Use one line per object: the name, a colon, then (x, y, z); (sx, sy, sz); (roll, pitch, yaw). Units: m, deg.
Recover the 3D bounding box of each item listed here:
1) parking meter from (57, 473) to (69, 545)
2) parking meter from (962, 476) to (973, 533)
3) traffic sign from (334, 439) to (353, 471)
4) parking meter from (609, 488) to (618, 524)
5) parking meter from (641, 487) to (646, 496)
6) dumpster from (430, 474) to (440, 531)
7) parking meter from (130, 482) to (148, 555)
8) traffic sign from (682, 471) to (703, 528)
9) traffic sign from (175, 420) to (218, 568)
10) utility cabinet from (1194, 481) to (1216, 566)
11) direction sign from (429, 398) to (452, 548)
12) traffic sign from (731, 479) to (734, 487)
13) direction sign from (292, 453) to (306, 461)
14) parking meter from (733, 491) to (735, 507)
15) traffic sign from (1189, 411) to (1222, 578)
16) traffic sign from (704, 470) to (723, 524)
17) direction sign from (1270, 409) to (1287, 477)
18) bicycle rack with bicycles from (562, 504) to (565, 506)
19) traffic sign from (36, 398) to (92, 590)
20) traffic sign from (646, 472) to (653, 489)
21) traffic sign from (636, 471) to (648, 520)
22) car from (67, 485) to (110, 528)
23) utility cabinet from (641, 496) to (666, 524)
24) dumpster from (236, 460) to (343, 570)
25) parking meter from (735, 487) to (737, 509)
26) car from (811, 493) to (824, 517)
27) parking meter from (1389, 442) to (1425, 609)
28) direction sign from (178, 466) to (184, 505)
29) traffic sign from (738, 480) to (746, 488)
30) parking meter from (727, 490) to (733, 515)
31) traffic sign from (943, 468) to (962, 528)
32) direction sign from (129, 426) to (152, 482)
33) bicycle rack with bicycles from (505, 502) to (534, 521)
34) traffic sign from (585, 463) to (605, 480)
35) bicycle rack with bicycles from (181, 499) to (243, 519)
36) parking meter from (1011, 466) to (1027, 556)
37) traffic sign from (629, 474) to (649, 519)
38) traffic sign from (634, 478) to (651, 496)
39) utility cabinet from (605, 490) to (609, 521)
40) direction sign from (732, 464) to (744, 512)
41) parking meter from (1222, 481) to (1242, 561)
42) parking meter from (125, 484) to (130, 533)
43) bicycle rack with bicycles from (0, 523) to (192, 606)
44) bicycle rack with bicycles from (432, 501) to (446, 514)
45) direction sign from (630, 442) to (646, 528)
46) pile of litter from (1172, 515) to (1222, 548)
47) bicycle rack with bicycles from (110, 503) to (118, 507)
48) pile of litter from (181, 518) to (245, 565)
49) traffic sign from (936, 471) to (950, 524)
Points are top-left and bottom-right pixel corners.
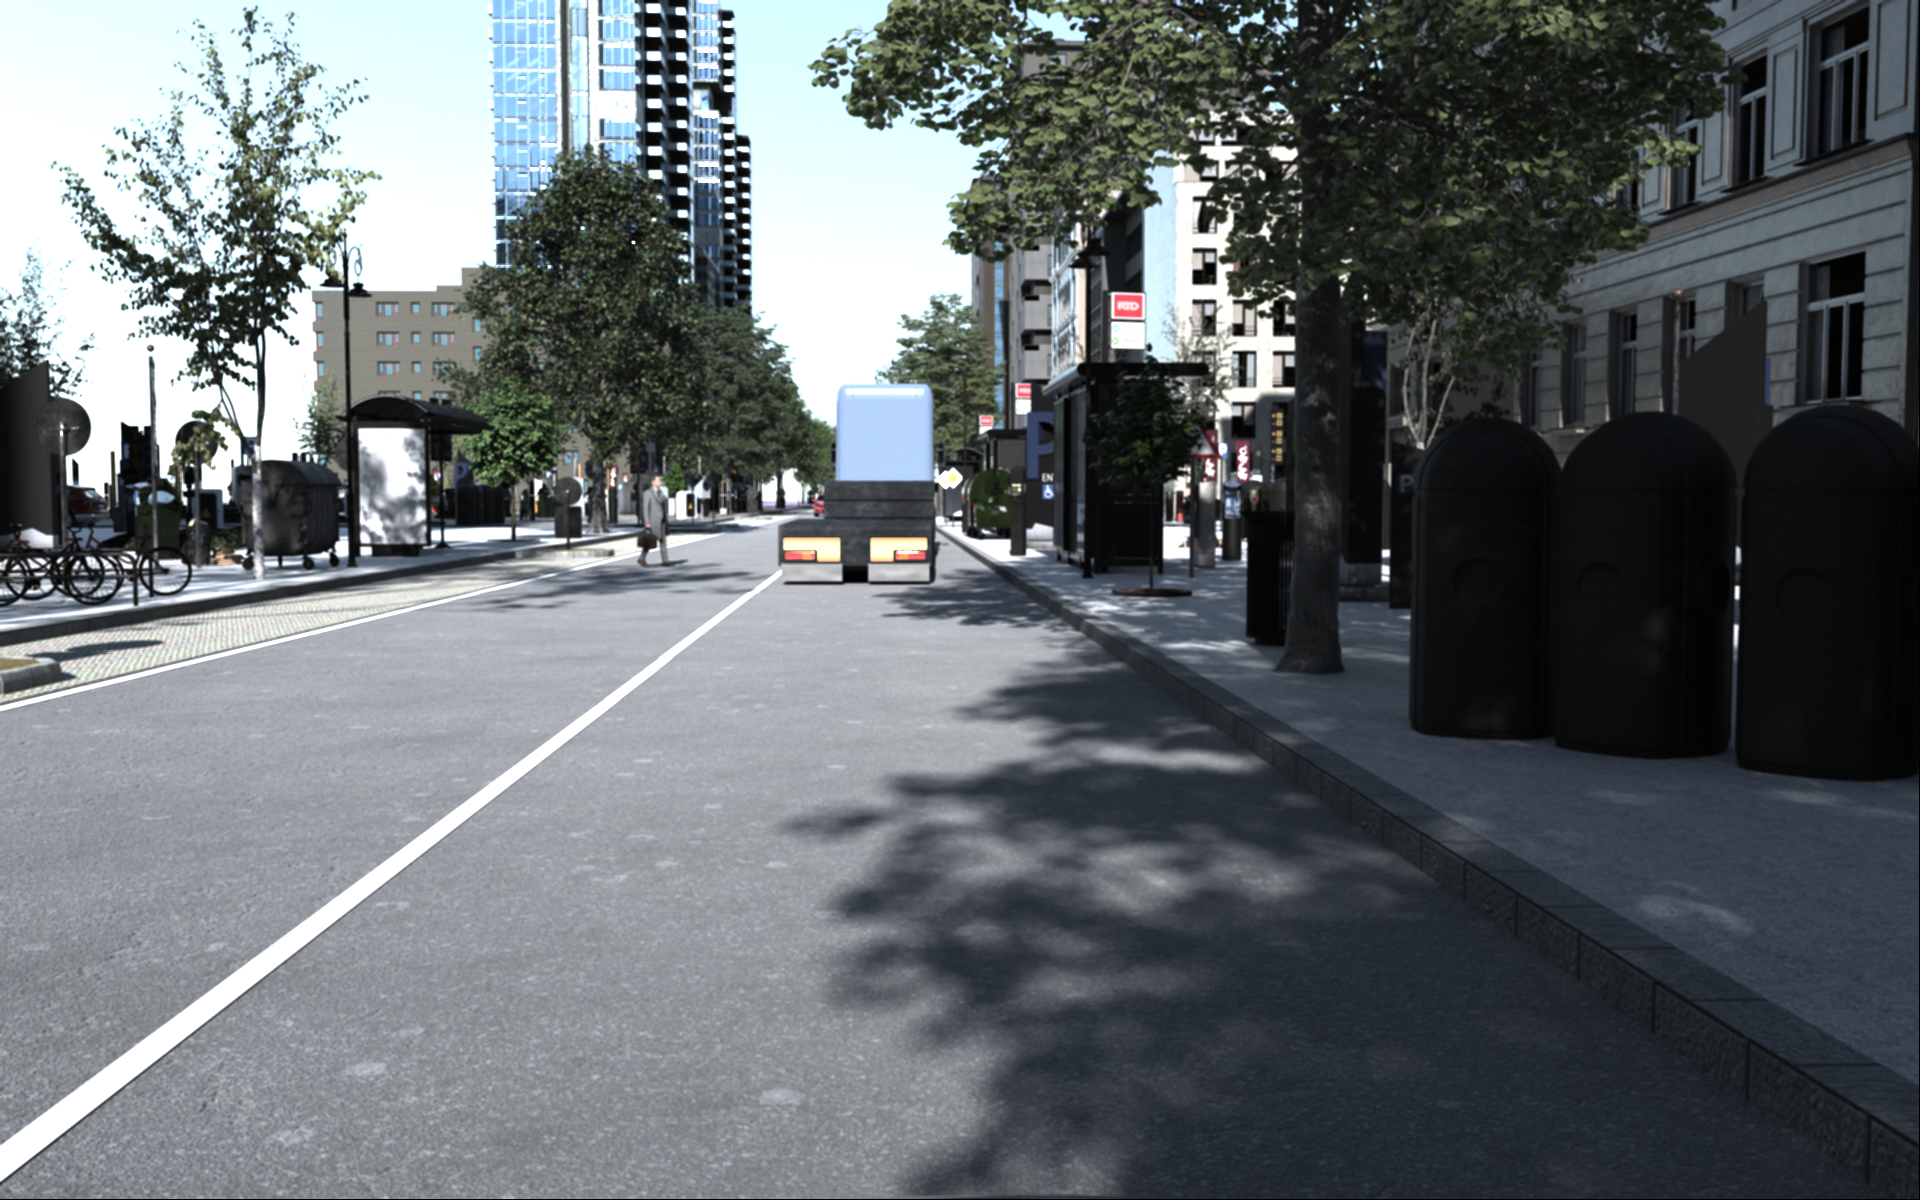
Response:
parking meter: (-22.755, -2.326, 43.738); (0.399, 1.863, 0.255); (-2, 4, -30)
parking meter: (0.274, -3.143, 57.105); (0.399, 1.863, 0.255); (-1, 4, -12)
traffic sign: (-13.767, -2.387, 39.141); (0.768, 2.556, 0.104); (0, 4, 6)
parking meter: (-14.987, -4.062, 74.826); (0.372, 1.533, 0.369); (0, 3, 0)
parking meter: (-25.582, -8.217, 140.053); (0.255, 1.863, 0.399); (-3, 5, -43)
dumpster: (-13.826, -2.460, 42.713); (1.502, 2.255, 1.985); (0, 4, -2)
parking meter: (-17.125, -1.709, 36.349); (0.372, 1.533, 0.369); (0, 3, 0)
traffic sign: (-10.096, -3.780, 65.444); (0.795, 2.450, 0.064); (0, 4, -3)
traffic sign: (-13.176, -1.823, 29.908); (0.768, 2.556, 0.104); (0, 4, 3)
utility cabinet: (4.307, -1.350, 30.757); (0.318, 1.500, 1.173); (0, 4, 1)
direction sign: (-12.326, -3.007, 41.165); (0.379, 3.537, 0.876); (1, 4, 14)
traffic sign: (-18.238, -8.355, 136.703); (0.768, 2.556, 0.104); (0, 4, 1)
direction sign: (-36.133, -6.288, 94.800); (0.379, 3.537, 0.876); (2, 4, 34)
parking meter: (-19.461, -8.552, 148.237); (0.372, 1.533, 0.369); (0, 3, 0)
traffic sign: (3.528, -1.609, 26.316); (0.884, 2.594, 0.081); (0, 4, 5)
traffic sign: (-10.448, -4.268, 73.421); (0.795, 2.450, 0.064); (0, 4, -3)
direction sign: (8.654, -3.296, 45.886); (0.876, 3.537, 0.379); (0, 4, 4)
bicycle rack with bicycles: (-25.529, -5.932, 110.366); (2.852, 0.926, 2.925); (3, 4, 36)
traffic sign: (-11.905, -1.401, 23.012); (0.768, 2.556, 0.104); (0, 4, 5)
traffic sign: (-15.950, -5.360, 88.820); (0.795, 2.450, 0.064); (0, 3, 0)
traffic sign: (-15.576, -5.157, 84.419); (0.768, 2.556, 0.104); (0, 4, 3)
car: (-36.347, -3.632, 68.056); (5.304, 1.827, 2.281); (0, 4, -4)
utility cabinet: (-12.940, -3.793, 73.185); (1.020, 1.237, 0.306); (0, 4, -4)
dumpster: (-11.549, -1.475, 29.880); (1.264, 1.857, 1.865); (0, 4, -3)
parking meter: (-18.750, -8.538, 145.308); (0.255, 1.863, 0.399); (0, 4, 4)
car: (-8.396, -6.217, 110.694); (2.155, 1.783, 4.494); (0, 4, -3)
parking meter: (5.033, -0.835, 19.368); (0.399, 1.863, 0.255); (2, 4, 30)
direction sign: (-63.137, -9.095, 140.705); (0.876, 3.537, 0.379); (-1, 4, -20)
traffic sign: (-18.499, -8.943, 146.318); (0.768, 2.556, 0.104); (0, 4, 2)
parking meter: (-14.440, -6.027, 106.954); (0.372, 1.533, 0.369); (0, 3, 0)
traffic sign: (-0.261, -3.805, 65.855); (0.795, 2.450, 0.064); (0, 4, -3)
direction sign: (-27.067, -3.997, 57.356); (0.876, 3.537, 0.379); (0, 4, 7)
bicycle rack with bicycles: (-21.447, -4.277, 83.316); (2.852, 0.926, 2.925); (0, 4, -4)
traffic sign: (-13.617, -3.947, 64.634); (0.768, 2.556, 0.104); (0, 4, 5)
bicycle rack with bicycles: (-36.567, -4.365, 84.757); (2.925, 0.926, 2.852); (3, 4, 39)
parking meter: (1.215, -1.848, 35.933); (0.255, 1.863, 0.399); (1, 4, 17)
traffic sign: (-14.202, -4.686, 76.627); (0.884, 2.594, 0.081); (0, 4, 5)
traffic sign: (-16.050, -5.355, 87.561); (0.884, 2.594, 0.081); (0, 4, 6)
utility cabinet: (-16.672, -4.462, 81.633); (0.318, 1.500, 1.173); (0, 4, -8)
direction sign: (-15.635, -7.946, 121.912); (0.876, 3.537, 0.379); (1, 4, 9)
parking meter: (5.247, -1.528, 33.397); (0.372, 1.533, 0.369); (0, 3, 0)
parking meter: (-20.792, -2.152, 43.593); (0.372, 1.533, 0.369); (0, 3, 0)
bicycle rack with bicycles: (-10.774, -0.432, 20.451); (2.925, 0.926, 2.852); (-1, 4, -18)
bicycle rack with bicycles: (-36.346, -6.481, 119.341); (2.925, 0.926, 2.852); (-1, 4, -9)
direction sign: (-12.257, -4.524, 65.959); (0.876, 3.537, 0.379); (3, 4, 39)
pile of litter: (5.872, -1.693, 41.650); (1.176, 0.858, 1.719); (-2, 4, -27)
bicycle rack with bicycles: (-63.149, -7.037, 128.444); (2.852, 0.926, 2.925); (2, 4, 33)
pile of litter: (-13.800, -1.106, 32.044); (1.176, 0.858, 1.719); (0, 4, 2)
traffic sign: (-0.612, -4.293, 73.832); (0.795, 2.450, 0.064); (0, 4, -3)
